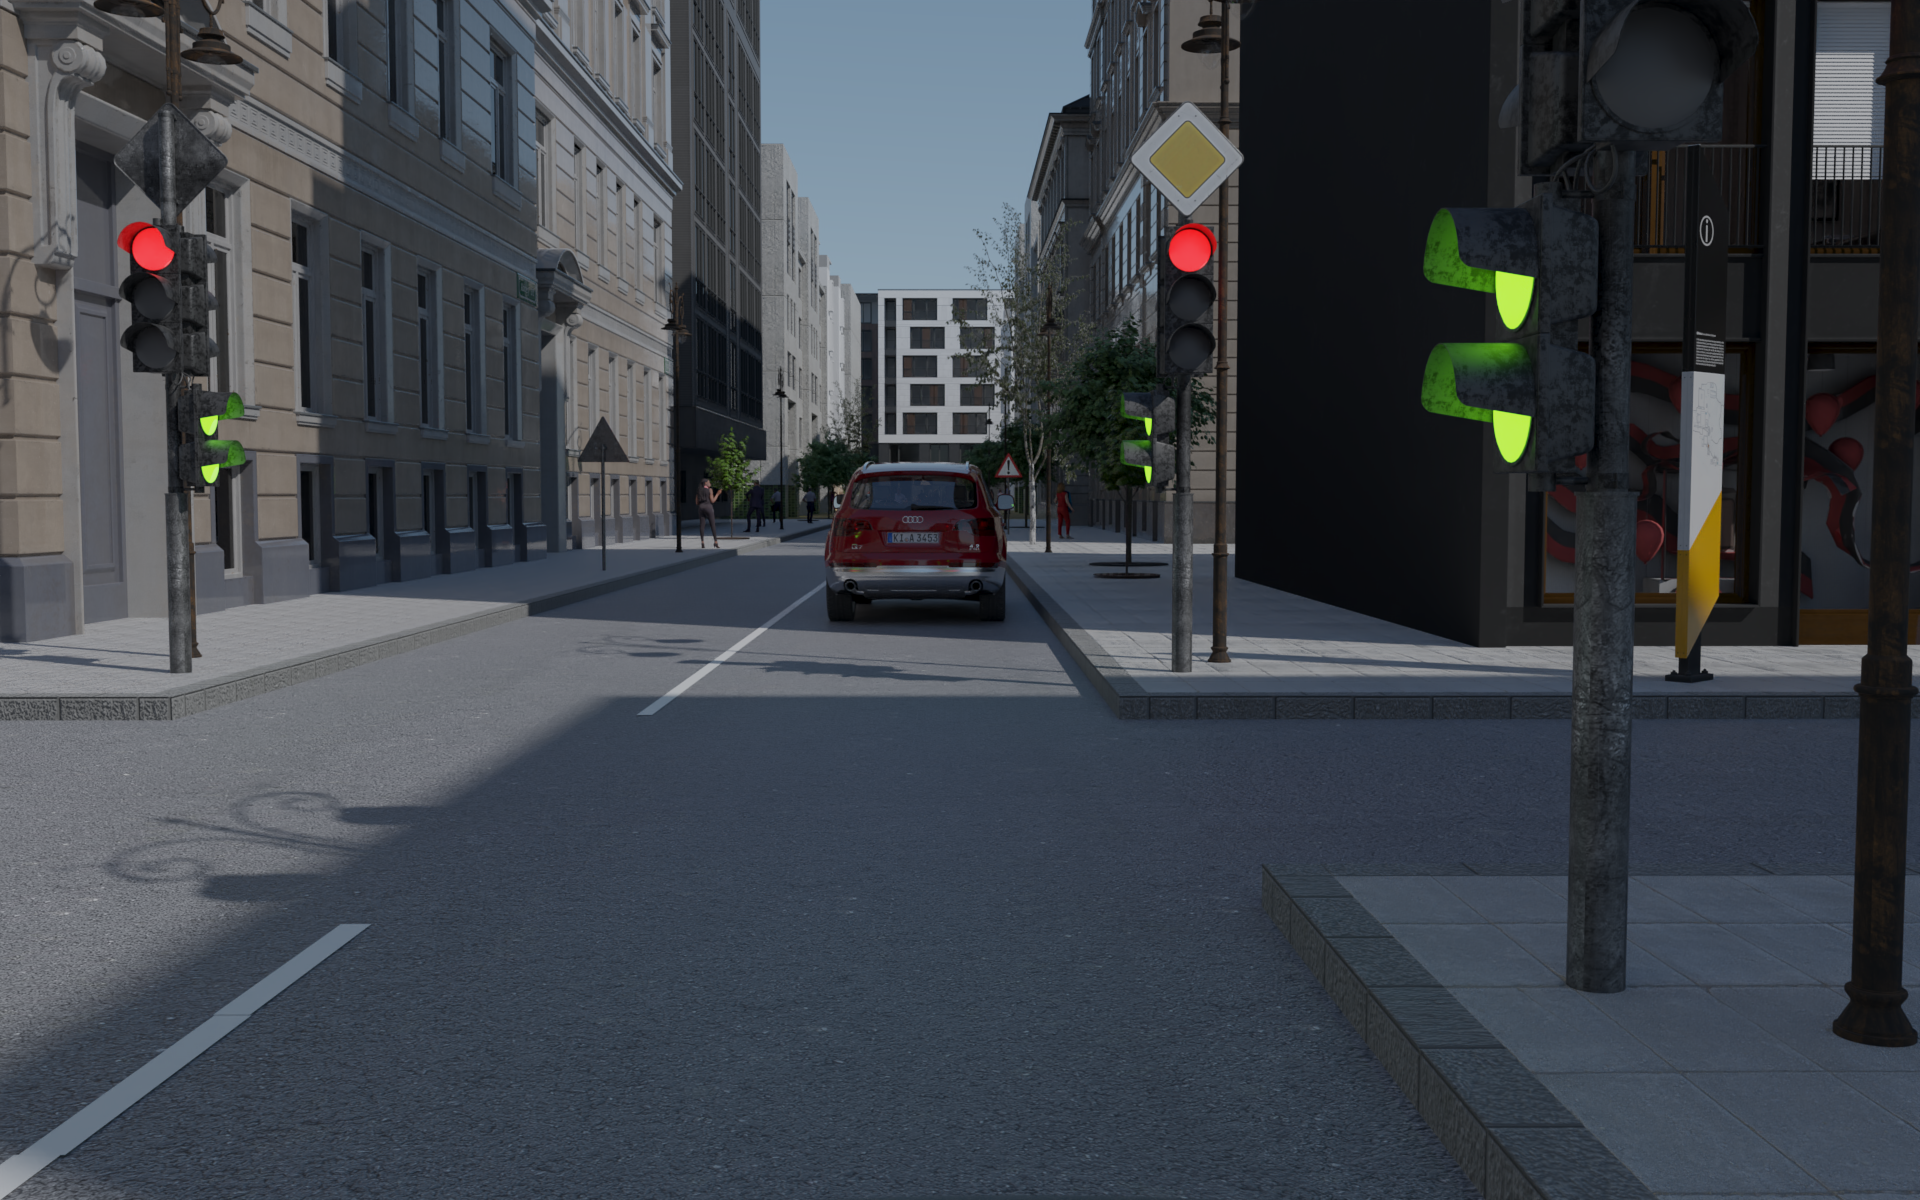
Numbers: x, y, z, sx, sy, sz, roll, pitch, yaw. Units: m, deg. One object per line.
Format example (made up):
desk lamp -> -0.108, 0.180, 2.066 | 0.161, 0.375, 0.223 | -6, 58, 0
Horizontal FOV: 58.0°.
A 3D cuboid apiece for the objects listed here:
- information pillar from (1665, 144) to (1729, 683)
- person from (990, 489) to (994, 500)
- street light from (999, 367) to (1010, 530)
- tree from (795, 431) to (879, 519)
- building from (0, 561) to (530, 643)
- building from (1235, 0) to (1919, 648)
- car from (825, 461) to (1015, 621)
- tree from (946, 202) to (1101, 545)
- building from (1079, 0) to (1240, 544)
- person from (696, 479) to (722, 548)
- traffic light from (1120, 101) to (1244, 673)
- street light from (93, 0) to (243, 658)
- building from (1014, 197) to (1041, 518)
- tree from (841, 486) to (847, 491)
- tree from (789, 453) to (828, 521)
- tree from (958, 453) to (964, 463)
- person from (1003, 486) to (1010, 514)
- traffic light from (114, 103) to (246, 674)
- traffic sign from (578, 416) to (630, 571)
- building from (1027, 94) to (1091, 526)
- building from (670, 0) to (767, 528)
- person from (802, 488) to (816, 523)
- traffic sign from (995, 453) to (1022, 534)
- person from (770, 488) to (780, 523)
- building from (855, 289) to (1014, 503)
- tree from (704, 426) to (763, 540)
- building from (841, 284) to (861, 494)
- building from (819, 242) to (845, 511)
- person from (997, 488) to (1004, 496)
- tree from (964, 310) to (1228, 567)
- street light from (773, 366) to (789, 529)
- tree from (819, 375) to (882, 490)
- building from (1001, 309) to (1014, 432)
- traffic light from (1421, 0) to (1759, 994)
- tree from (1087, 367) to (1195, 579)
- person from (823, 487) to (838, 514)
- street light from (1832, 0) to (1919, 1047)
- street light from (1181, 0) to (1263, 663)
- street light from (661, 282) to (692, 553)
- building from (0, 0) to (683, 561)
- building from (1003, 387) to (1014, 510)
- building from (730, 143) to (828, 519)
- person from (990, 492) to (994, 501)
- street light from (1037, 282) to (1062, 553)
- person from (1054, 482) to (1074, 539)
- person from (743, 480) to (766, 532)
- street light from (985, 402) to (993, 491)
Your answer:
information pillar -> 5.079, -1.254, 11.863 | 0.504, 3.616, 0.183 | -3, 5, -42
person -> 2.152, -6.888, 120.132 | 0.415, 1.643, 0.593 | -2, 4, -34
street light -> 1.643, -5.486, 62.486 | 0.468, 5.910, 1.993 | 0, 4, 0
tree -> -6.816, -6.453, 89.219 | 4.285, 4.588, 4.351 | 0, 3, 0
building -> -14.344, -14.546, 23.733 | 13.634, 28.700, 20.117 | 0, 4, 0
building -> 12.186, -11.636, 19.922 | 15.834, 23.373, 12.332 | 0, 4, 0
car -> -0.465, -0.758, 21.058 | 2.281, 1.827, 5.304 | 0, 4, 1
tree -> 1.775, -5.697, 43.503 | 4.360, 8.622, 3.978 | 0, 3, 0
building -> 10.793, -15.814, 55.815 | 12.463, 27.353, 25.104 | 0, 4, 0
person -> -5.939, -2.047, 40.974 | 0.593, 1.643, 0.415 | -2, 4, -24
traffic light -> 1.582, -1.416, 12.391 | 0.839, 4.213, 0.868 | 0, 4, 0
street light -> -6.049, -2.485, 13.421 | 0.468, 5.910, 1.993 | 0, 4, 0
building -> 12.308, -14.666, 106.241 | 16.747, 18.905, 31.486 | 0, 4, 0
tree -> -7.104, -7.408, 115.720 | 1.663, 3.219, 1.824 | 0, 3, 0
tree -> -7.360, -5.365, 82.326 | 1.663, 3.219, 1.824 | 0, 3, 0
tree -> 2.569, -5.028, 65.915 | 4.285, 4.588, 4.351 | 0, 3, 0
person -> 2.895, -6.372, 110.091 | 0.599, 1.838, 0.709 | 2, 4, 29
traffic light -> -5.579, -1.412, 12.323 | 0.839, 4.213, 0.868 | 0, 4, 0
traffic sign -> -5.966, -1.772, 28.974 | 0.884, 2.594, 0.081 | 0, 4, 5
building -> 8.716, -13.063, 78.205 | 10.561, 19.102, 19.286 | 0, 4, 0
building -> -15.740, -16.679, 66.213 | 14.314, 27.812, 24.014 | 0, 4, 0
person -> -6.601, -4.133, 75.825 | 0.614, 1.554, 0.590 | 1, 4, 8
traffic sign -> 1.540, -3.364, 55.004 | 0.884, 2.594, 0.081 | 0, 4, 2
person -> -8.230, -4.241, 77.595 | 0.614, 1.554, 0.590 | -2, 4, -28
building -> -10.441, -20.959, 186.647 | 32.646, 21.610, 27.936 | 0, 4, 0
tree -> -6.365, -3.335, 49.129 | 1.663, 3.219, 1.824 | 0, 3, 0
building -> -24.972, -17.584, 153.955 | 31.486, 18.905, 16.747 | 0, 4, 0
building -> -17.040, -17.113, 136.225 | 16.016, 20.091, 11.380 | 0, 4, 0
person -> 3.164, -7.854, 135.118 | 0.551, 1.740, 0.621 | -1, 4, -11
tree -> 3.103, -2.898, 31.093 | 4.285, 4.588, 4.351 | 0, 3, 0
street light -> -6.470, -5.498, 62.688 | 0.468, 5.910, 1.993 | 0, 4, 0
tree -> -6.849, -9.617, 107.607 | 4.360, 8.622, 3.978 | 0, 3, 0
building -> 11.736, -18.342, 156.305 | 16.016, 20.091, 11.380 | 0, 4, 0
traffic light -> 1.640, -0.927, 4.406 | 0.839, 4.213, 0.868 | 0, 4, 0
tree -> 2.532, -1.947, 26.435 | 1.663, 3.219, 1.824 | 0, 3, 0
person -> -8.323, -6.515, 113.250 | 1.217, 1.739, 0.721 | -1, 4, -15
street light -> 2.167, -1.904, 3.923 | 0.468, 5.910, 1.993 | 0, 4, 0
street light -> 1.982, -2.463, 13.054 | 0.468, 5.910, 1.993 | 0, 4, 0
street light -> -6.179, -3.983, 37.913 | 0.468, 5.910, 1.993 | 0, 4, 0
building -> -15.022, -15.774, 43.808 | 13.634, 28.700, 20.117 | 0, 4, 0
building -> 8.345, -11.885, 136.459 | 9.099, 9.664, 28.070 | 0, 4, 0
building -> -17.384, -14.490, 103.362 | 16.747, 18.905, 31.486 | 0, 4, 0
person -> 1.698, -5.488, 99.025 | 0.557, 1.426, 1.065 | -2, 4, -27
street light -> 1.941, -3.980, 37.857 | 0.468, 5.910, 1.993 | 0, 4, 0
person -> 2.995, -2.568, 49.736 | 0.444, 1.614, 0.593 | -1, 4, -21
person -> -6.969, -3.164, 58.224 | 0.683, 1.767, 0.568 | -3, 4, -37
street light -> 1.469, -6.997, 87.186 | 0.468, 5.910, 1.993 | 0, 4, 0
